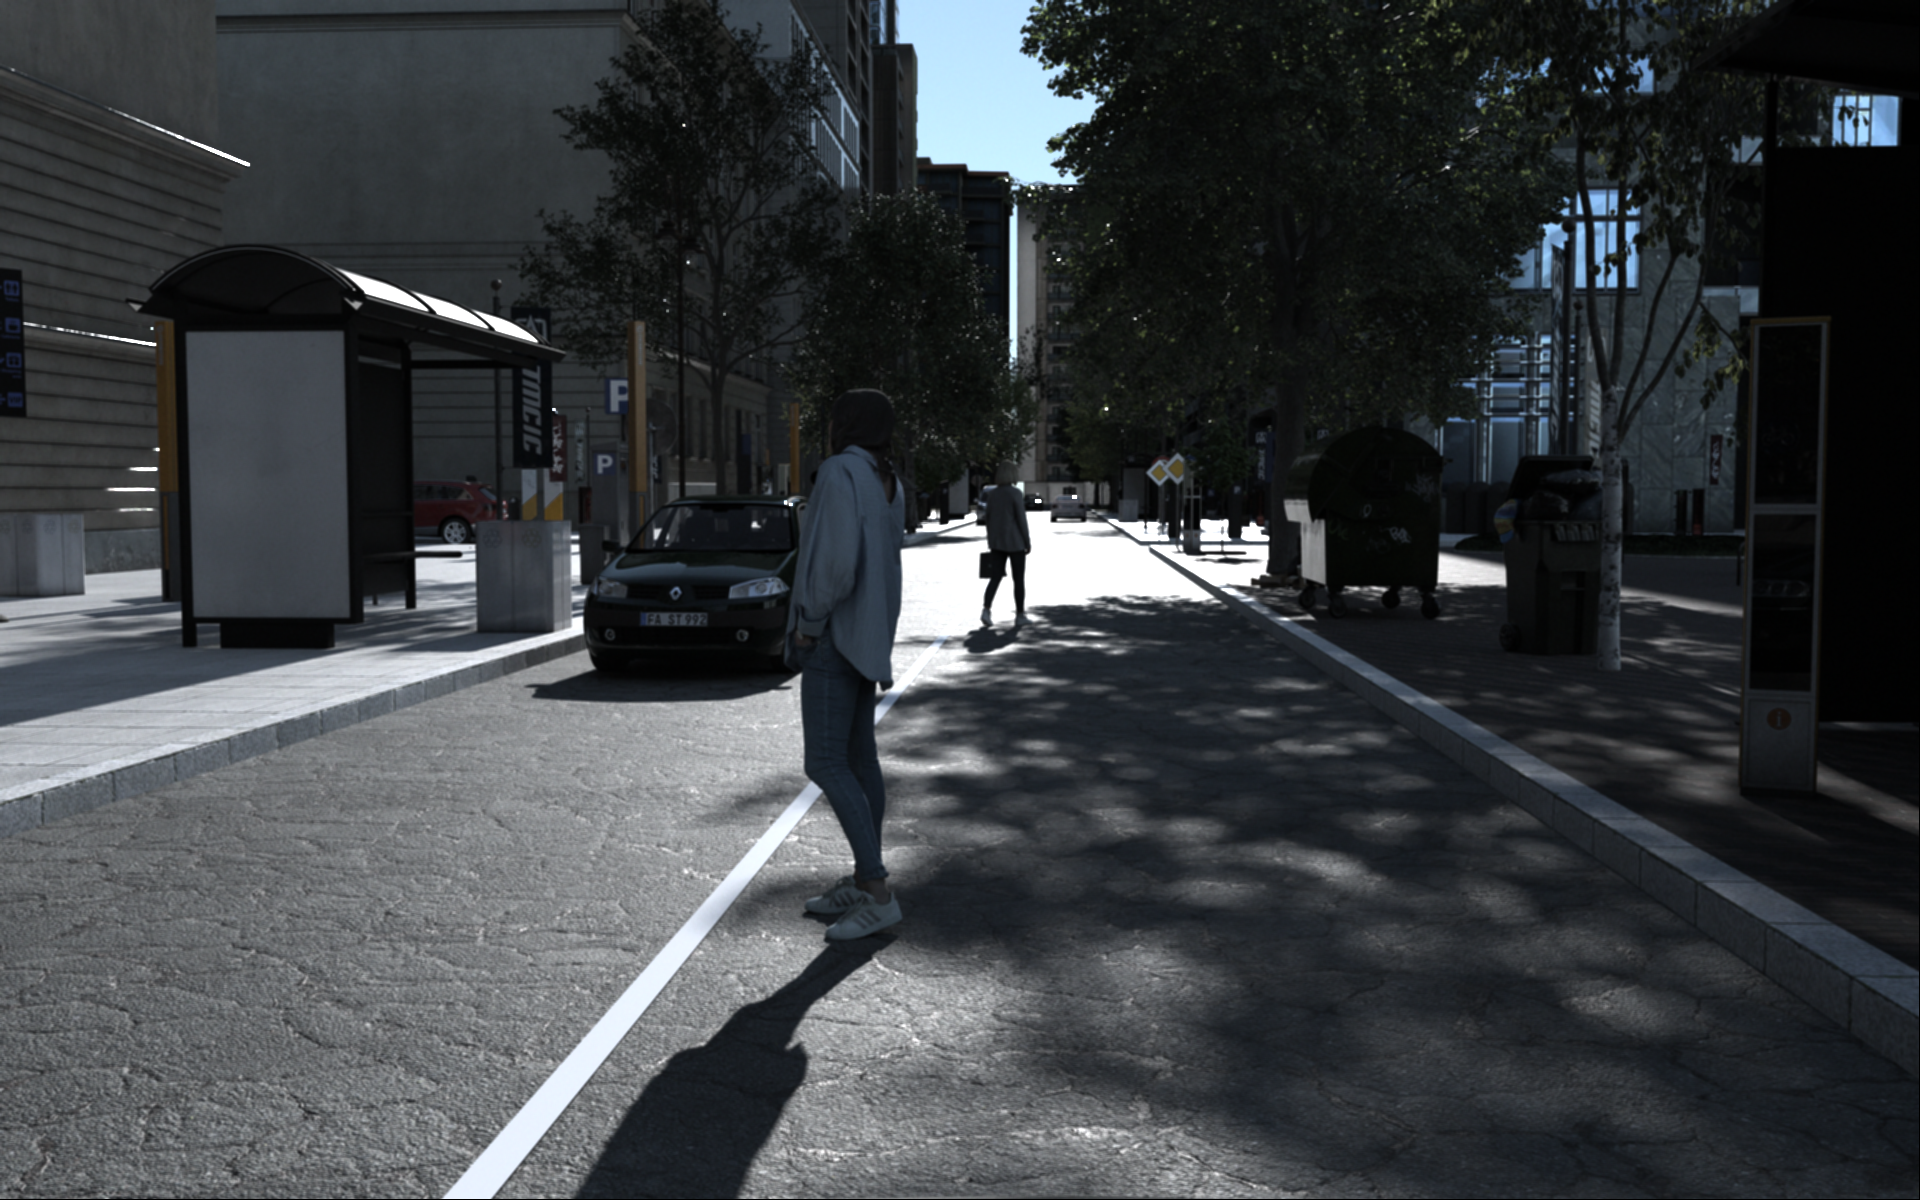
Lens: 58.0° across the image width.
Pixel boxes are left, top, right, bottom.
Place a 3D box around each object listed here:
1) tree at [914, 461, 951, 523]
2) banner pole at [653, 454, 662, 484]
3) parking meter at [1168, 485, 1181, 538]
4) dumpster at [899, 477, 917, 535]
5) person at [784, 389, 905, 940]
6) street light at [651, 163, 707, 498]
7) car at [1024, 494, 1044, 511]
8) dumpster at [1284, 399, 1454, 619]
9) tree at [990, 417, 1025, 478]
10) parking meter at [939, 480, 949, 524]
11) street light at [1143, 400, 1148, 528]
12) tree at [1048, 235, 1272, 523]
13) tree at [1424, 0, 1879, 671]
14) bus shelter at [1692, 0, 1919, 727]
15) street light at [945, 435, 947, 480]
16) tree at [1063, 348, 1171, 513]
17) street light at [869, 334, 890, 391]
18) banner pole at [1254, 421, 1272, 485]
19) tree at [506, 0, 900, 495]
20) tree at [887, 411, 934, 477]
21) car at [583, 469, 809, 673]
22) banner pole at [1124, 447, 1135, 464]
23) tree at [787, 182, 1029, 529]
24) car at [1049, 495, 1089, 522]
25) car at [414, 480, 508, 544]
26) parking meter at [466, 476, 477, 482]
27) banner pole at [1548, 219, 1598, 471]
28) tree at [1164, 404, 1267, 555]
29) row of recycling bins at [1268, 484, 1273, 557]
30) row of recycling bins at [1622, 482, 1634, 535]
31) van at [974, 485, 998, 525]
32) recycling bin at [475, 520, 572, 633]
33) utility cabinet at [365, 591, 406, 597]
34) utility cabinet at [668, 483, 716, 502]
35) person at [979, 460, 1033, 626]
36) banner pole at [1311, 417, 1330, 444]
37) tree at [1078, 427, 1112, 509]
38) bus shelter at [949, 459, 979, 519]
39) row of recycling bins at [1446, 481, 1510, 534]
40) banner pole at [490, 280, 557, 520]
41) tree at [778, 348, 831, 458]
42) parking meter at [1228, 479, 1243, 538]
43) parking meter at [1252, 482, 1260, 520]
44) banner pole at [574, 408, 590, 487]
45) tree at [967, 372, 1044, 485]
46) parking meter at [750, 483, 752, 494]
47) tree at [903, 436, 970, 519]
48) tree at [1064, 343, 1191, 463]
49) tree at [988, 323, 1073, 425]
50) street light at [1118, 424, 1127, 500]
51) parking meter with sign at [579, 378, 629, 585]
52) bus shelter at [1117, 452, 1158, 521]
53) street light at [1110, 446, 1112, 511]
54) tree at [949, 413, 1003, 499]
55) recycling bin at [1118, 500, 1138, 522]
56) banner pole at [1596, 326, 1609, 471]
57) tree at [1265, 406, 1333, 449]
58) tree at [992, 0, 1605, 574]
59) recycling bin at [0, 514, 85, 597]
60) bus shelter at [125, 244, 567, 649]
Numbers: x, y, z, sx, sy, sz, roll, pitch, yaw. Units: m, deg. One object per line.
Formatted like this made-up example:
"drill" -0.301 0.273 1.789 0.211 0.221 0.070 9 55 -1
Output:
"tree" -1.444 -4.997 76.306 1.663 3.219 1.824 0 3 0
"banner pole" -9.386 -3.804 52.208 0.863 3.779 0.401 0 4 -7
"parking meter" 6.271 -2.585 50.674 0.372 1.533 0.369 0 3 0
"dumpster" -2.071 -3.046 55.568 1.264 1.857 1.865 0 4 4
"person" -0.354 0.179 5.837 0.793 1.790 0.793 -1 4 -17
"street light" -3.966 -3.172 24.643 0.468 5.910 1.993 0 4 3
"car" 6.048 -8.229 144.338 2.009 1.686 4.222 0 4 4
"dumpster" 4.343 -0.980 18.521 1.502 2.255 1.985 0 4 3
"tree" 4.409 -13.009 163.053 4.737 8.622 4.395 0 3 0
"parking meter" -0.683 -4.129 73.219 0.399 1.863 0.255 -1 4 -21
"street light" 7.092 -5.701 65.997 0.468 5.910 1.993 0 4 3
"tree" 9.170 -10.175 76.728 12.009 13.543 11.850 0 3 0
"tree" 4.830 -3.780 12.172 4.360 8.622 3.978 0 3 0
"bus shelter" 4.629 -0.923 6.367 1.731 3.624 6.357 0 4 4
"street light" -0.641 -6.493 78.941 0.468 5.910 1.993 0 4 3
"tree" 12.610 -13.398 137.185 7.486 12.596 7.792 0 3 0
"street light" -2.340 -4.735 50.200 0.468 5.910 1.993 0 4 3
"banner pole" 10.334 -4.188 58.492 0.863 3.779 0.401 1 4 22
"tree" -4.715 -5.964 31.921 7.601 10.594 8.767 -2 4 -26
"tree" -3.381 -9.475 105.282 4.737 8.622 4.395 0 3 0
"car" -2.003 -0.331 15.197 2.009 1.686 4.222 0 4 5
"banner pole" 8.982 -6.246 92.133 0.863 3.779 0.401 3 5 39
"tree" -1.963 -8.994 64.066 9.611 12.733 9.660 0 3 0
"car" 5.690 -4.784 90.584 2.083 1.381 4.827 0 4 4
"car" -15.057 -2.381 47.601 5.304 1.827 2.281 0 4 2
"parking meter" -15.476 -3.009 54.904 0.255 1.863 0.399 -2 4 -28
"banner pole" 5.412 -1.568 15.655 0.401 3.779 0.863 2 4 32
"tree" 5.493 -2.594 37.020 1.663 3.219 1.824 0 3 0
"row of recycling bins" 6.737 -1.549 32.447 1.069 1.692 3.534 -1 4 -10
"row of recycling bins" 18.526 -2.657 50.561 3.534 1.692 1.069 -3 5 -42
"van" 1.699 -4.533 81.132 2.013 2.044 4.112 0 4 5
"recycling bin" -4.106 -0.231 16.334 0.722 1.027 0.722 0 4 3
"utility cabinet" -7.403 -0.645 21.703 1.020 1.237 0.306 -2 4 -32
"utility cabinet" -5.313 -1.613 35.057 1.173 1.500 0.318 -3 5 -41
"person" 0.444 -0.625 18.894 0.709 1.800 0.728 3 5 42
"banner pole" 11.570 -4.033 55.949 0.863 3.779 0.401 3 4 36
"tree" 12.384 -12.317 151.746 4.360 8.622 3.978 0 3 0
"bus shelter" -0.122 -6.046 92.783 2.014 3.302 5.546 0 4 4
"row of recycling bins" 16.850 -2.920 54.855 1.069 1.692 3.534 -2 4 -33
"banner pole" -5.191 -1.857 20.382 0.863 3.779 0.401 -1 4 -16
"tree" -5.608 -7.640 75.272 4.360 8.622 3.978 0 3 0
"parking meter" 8.026 -2.736 50.450 0.399 1.863 0.255 -1 4 -17
"parking meter" 14.790 -4.945 86.568 0.255 1.863 0.399 -1 4 -20
"banner pole" -11.004 -3.709 50.652 0.863 3.779 0.401 3 5 40
"tree" 2.688 -12.860 136.015 9.928 11.665 9.643 0 3 0
"parking meter" -8.951 -4.114 72.977 0.255 1.863 0.399 2 4 25
"tree" -1.192 -6.389 88.171 4.285 4.588 4.351 0 3 0
"tree" 10.594 -11.121 107.583 9.928 11.665 9.643 0 3 0
"tree" 6.688 -20.513 191.270 12.611 20.169 13.585 0 3 0
"street light" 8.841 -7.447 94.548 0.468 5.910 1.993 0 4 3
"parking meter with sign" -5.109 -1.772 25.228 0.543 3.016 1.738 0 4 4
"bus shelter" 8.935 -5.647 86.257 2.014 3.302 5.546 0 4 3
"street light" 10.736 -9.215 123.452 0.468 5.910 1.993 0 4 3
"tree" 1.240 -10.443 121.105 4.360 8.622 3.978 0 3 0
"recycling bin" 7.633 -4.041 78.624 0.722 1.027 0.722 -1 4 -14
"banner pole" 8.185 -1.994 22.612 0.863 3.779 0.401 -2 4 -33
"tree" 12.394 -4.801 62.212 4.285 4.588 4.351 0 3 0
"tree" 5.419 -7.402 27.674 9.857 13.997 8.962 0 3 0
"recycling bin" -11.621 -0.572 21.905 0.722 1.027 0.722 1 4 20
"bus shelter" -5.599 -1.401 16.835 2.014 3.302 5.546 0 4 4
